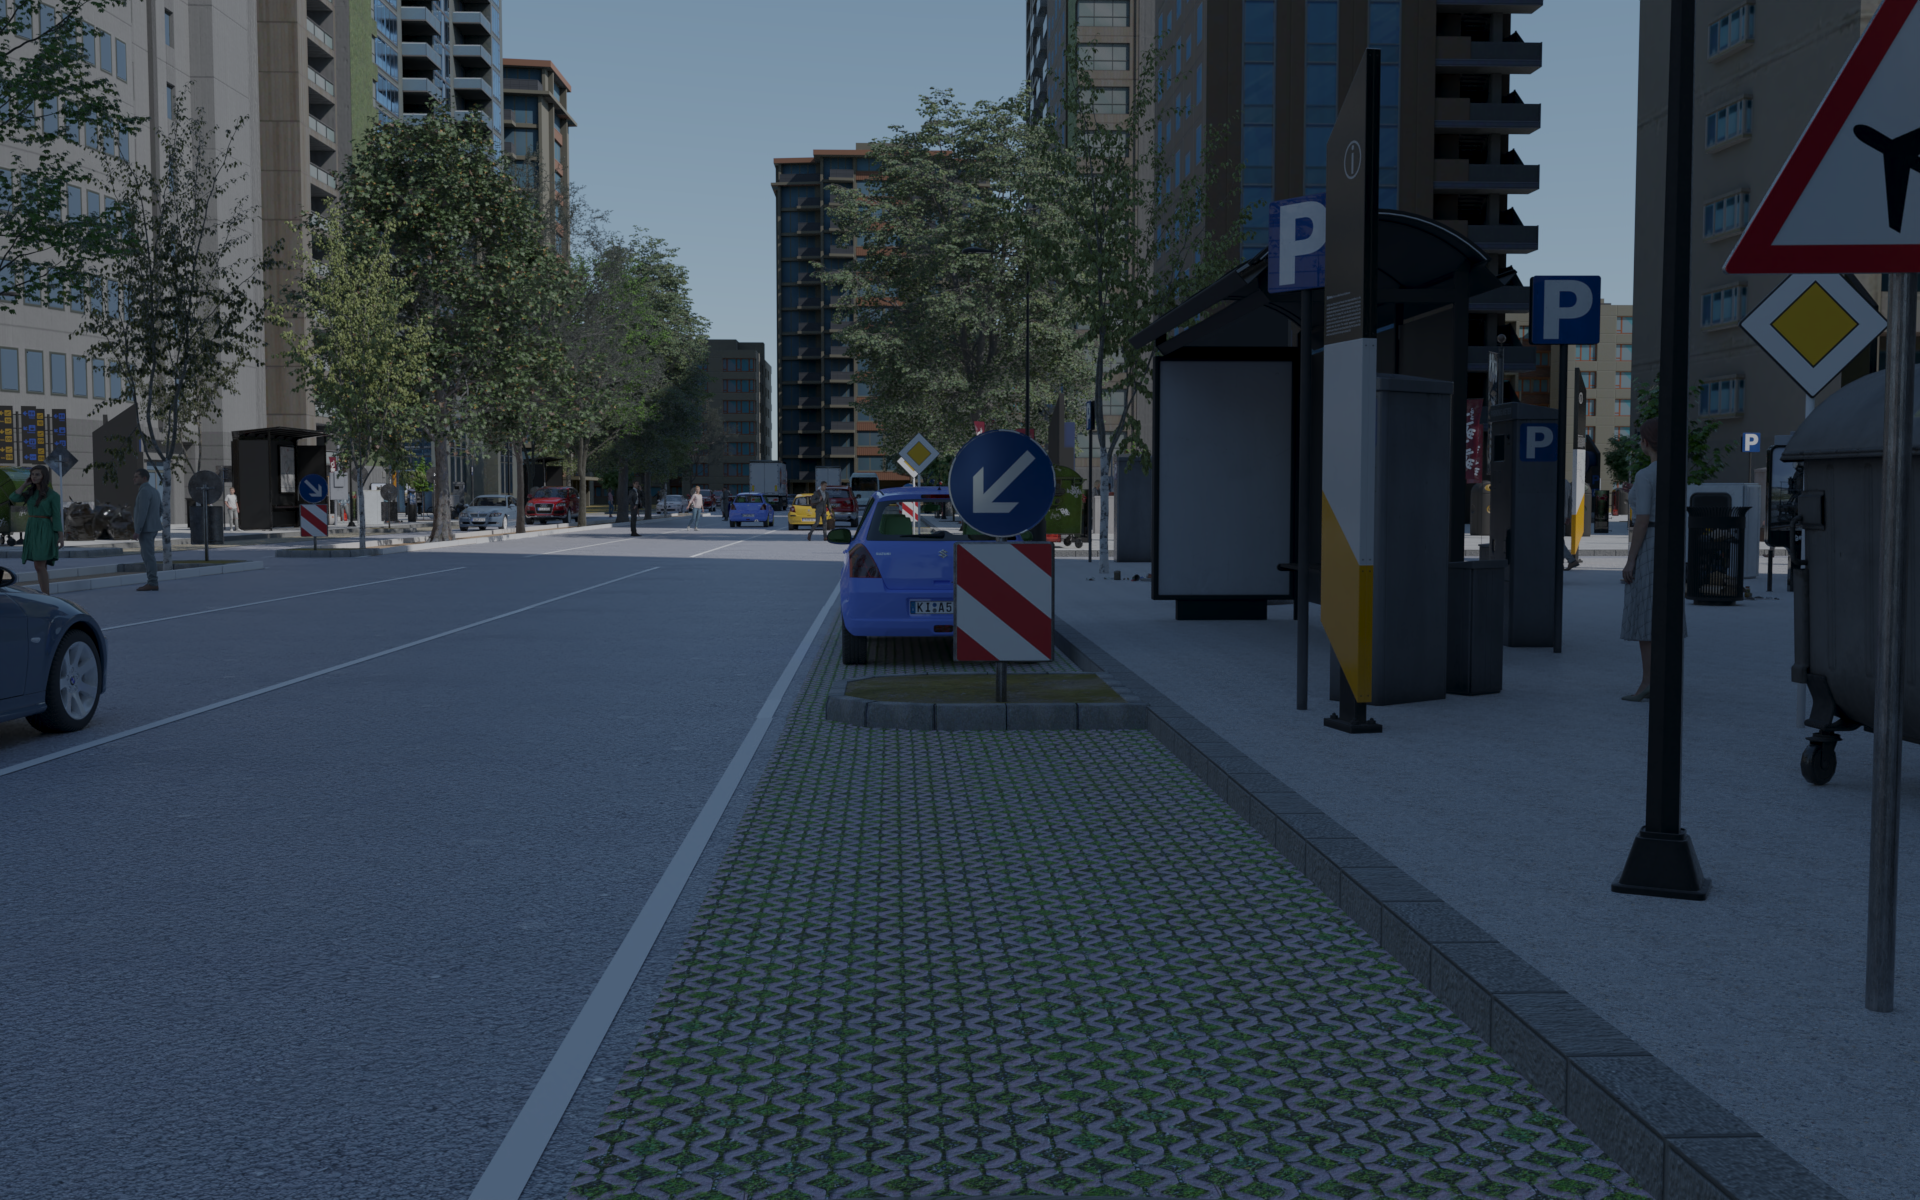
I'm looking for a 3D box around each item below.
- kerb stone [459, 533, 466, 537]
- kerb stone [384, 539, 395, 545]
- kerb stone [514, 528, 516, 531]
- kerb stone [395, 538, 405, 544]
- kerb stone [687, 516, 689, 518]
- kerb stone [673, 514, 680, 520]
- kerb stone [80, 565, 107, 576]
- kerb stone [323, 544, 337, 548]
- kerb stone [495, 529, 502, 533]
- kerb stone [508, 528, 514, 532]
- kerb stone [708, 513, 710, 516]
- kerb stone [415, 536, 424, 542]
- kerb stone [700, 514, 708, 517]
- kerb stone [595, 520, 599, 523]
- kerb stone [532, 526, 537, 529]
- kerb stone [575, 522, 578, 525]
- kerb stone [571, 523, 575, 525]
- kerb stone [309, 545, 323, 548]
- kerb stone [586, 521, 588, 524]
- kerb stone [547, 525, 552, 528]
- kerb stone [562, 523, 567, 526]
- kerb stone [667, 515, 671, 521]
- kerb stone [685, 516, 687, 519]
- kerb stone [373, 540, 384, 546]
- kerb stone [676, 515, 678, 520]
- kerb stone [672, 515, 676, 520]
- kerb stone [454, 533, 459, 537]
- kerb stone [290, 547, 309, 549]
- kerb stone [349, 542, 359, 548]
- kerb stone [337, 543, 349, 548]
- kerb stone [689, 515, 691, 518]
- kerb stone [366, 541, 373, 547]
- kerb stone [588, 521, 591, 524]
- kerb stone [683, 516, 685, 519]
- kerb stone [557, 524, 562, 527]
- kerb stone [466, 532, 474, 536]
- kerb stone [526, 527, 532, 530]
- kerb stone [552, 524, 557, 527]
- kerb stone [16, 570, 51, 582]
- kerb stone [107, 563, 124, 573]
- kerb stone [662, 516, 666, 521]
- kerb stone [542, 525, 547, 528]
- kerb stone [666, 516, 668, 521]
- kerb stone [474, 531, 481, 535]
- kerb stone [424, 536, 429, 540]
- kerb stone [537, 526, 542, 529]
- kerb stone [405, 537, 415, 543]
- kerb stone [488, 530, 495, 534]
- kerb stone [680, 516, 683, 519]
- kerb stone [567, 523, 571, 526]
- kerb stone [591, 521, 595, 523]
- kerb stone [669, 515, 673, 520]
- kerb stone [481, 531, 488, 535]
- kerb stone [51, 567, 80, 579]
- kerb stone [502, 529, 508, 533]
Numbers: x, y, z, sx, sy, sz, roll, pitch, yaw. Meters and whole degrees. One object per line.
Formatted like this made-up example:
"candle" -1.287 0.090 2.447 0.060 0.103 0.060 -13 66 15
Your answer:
"kerb stone" -16.405 -2.106 56.632 0.120 0.150 1.000 0 4 -2
"kerb stone" -16.082 -1.606 48.452 0.120 0.150 1.000 0 4 -2
"kerb stone" -16.733 -2.605 64.821 0.120 0.150 1.000 0 4 -2
"kerb stone" -16.135 -1.668 49.475 0.120 0.150 1.000 0 4 -2
"kerb stone" -16.041 -4.810 100.840 0.120 0.150 1.000 0 4 -2
"kerb stone" -15.880 -4.559 96.730 0.120 0.150 1.000 0 4 -2
"kerb stone" -15.380 -0.511 30.557 0.120 0.150 1.000 0 4 -2
"kerb stone" -15.879 -1.293 43.335 0.120 0.150 1.000 0 4 -2
"kerb stone" -16.608 -2.419 61.745 0.120 0.150 1.000 0 4 -2
"kerb stone" -16.685 -2.545 63.799 0.120 0.150 1.000 0 4 -2
"kerb stone" -16.488 -5.494 112.123 0.120 0.150 1.000 0 4 -2
"kerb stone" -16.203 -1.792 51.524 0.120 0.150 1.000 0 4 -2
"kerb stone" -16.442 -5.435 111.096 0.120 0.150 1.000 0 4 -2
"kerb stone" -17.414 -3.674 82.272 0.120 0.150 1.000 0 4 -2
"kerb stone" -16.844 -2.795 67.888 0.120 0.150 1.000 0 4 -2
"kerb stone" -17.216 -3.360 77.137 0.120 0.150 1.000 0 4 -2
"kerb stone" -17.172 -3.298 76.115 0.120 0.150 1.000 0 4 -2
"kerb stone" -15.853 -1.230 42.308 0.120 0.150 1.000 0 4 -2
"kerb stone" -17.285 -3.484 79.188 0.120 0.150 1.000 0 4 -2
"kerb stone" -16.972 -2.983 70.981 0.120 0.150 1.000 0 4 -2
"kerb stone" -17.086 -3.171 74.067 0.120 0.150 1.000 0 4 -2
"kerb stone" -15.719 -4.308 92.623 0.120 0.150 1.000 0 4 -2
"kerb stone" -15.999 -4.747 99.812 0.120 0.150 1.000 0 4 -2
"kerb stone" -16.041 -1.543 47.430 0.120 0.150 1.000 0 4 -2
"kerb stone" -15.838 -4.496 95.700 0.120 0.150 1.000 0 4 -2
"kerb stone" -15.805 -4.433 94.672 0.120 0.150 1.000 0 4 -2
"kerb stone" -16.365 -2.044 55.611 0.120 0.150 1.000 0 4 -2
"kerb stone" -15.803 -1.164 41.287 0.120 0.150 1.000 0 4 -2
"kerb stone" -15.965 -1.418 45.383 0.120 0.150 1.000 0 4 -2
"kerb stone" -15.926 -1.354 44.357 0.120 0.150 1.000 0 4 -2
"kerb stone" -16.085 -4.873 101.870 0.120 0.150 1.000 0 4 -2
"kerb stone" -16.004 -1.477 46.405 0.120 0.150 1.000 0 4 -2
"kerb stone" -17.339 -3.548 80.212 0.120 0.150 1.000 0 4 -2
"kerb stone" -15.962 -4.684 98.782 0.120 0.150 1.000 0 4 -2
"kerb stone" -17.053 -3.110 73.045 0.120 0.150 1.000 0 4 -2
"kerb stone" -16.450 -2.159 57.657 0.120 0.150 1.000 0 4 -2
"kerb stone" -16.804 -2.732 66.866 0.120 0.150 1.000 0 4 -2
"kerb stone" -17.011 -3.047 72.017 0.120 0.150 1.000 0 4 -2
"kerb stone" -15.303 -0.382 28.508 0.120 0.150 1.000 0 4 -2
"kerb stone" -15.425 -0.574 31.578 0.120 0.150 1.000 0 4 -2
"kerb stone" -15.638 -4.181 90.575 0.120 0.150 1.000 0 4 -2
"kerb stone" -16.931 -2.921 69.947 0.120 0.150 1.000 0 4 -2
"kerb stone" -15.678 -4.245 91.602 0.120 0.150 1.000 0 4 -2
"kerb stone" -16.488 -2.230 58.680 0.120 0.150 1.000 0 4 -2
"kerb stone" -16.242 -1.854 52.546 0.120 0.150 1.000 0 4 -2
"kerb stone" -16.889 -2.857 68.909 0.120 0.150 1.000 0 4 -2
"kerb stone" -16.166 -1.731 50.502 0.120 0.150 1.000 0 4 -2
"kerb stone" -16.571 -2.354 60.723 0.120 0.150 1.000 0 4 -2
"kerb stone" -15.925 -4.619 97.755 0.120 0.150 1.000 0 4 -2
"kerb stone" -17.122 -3.235 75.093 0.120 0.150 1.000 0 4 -2
"kerb stone" -17.379 -3.611 81.240 0.120 0.150 1.000 0 4 -2
"kerb stone" -15.757 -4.364 93.645 0.120 0.150 1.000 0 4 -2
"kerb stone" -16.522 -2.294 59.701 0.120 0.150 1.000 0 4 -2
"kerb stone" -15.347 -0.449 29.534 0.120 0.150 1.000 0 4 -2
"kerb stone" -16.653 -2.481 62.766 0.120 0.150 1.000 0 4 -2
